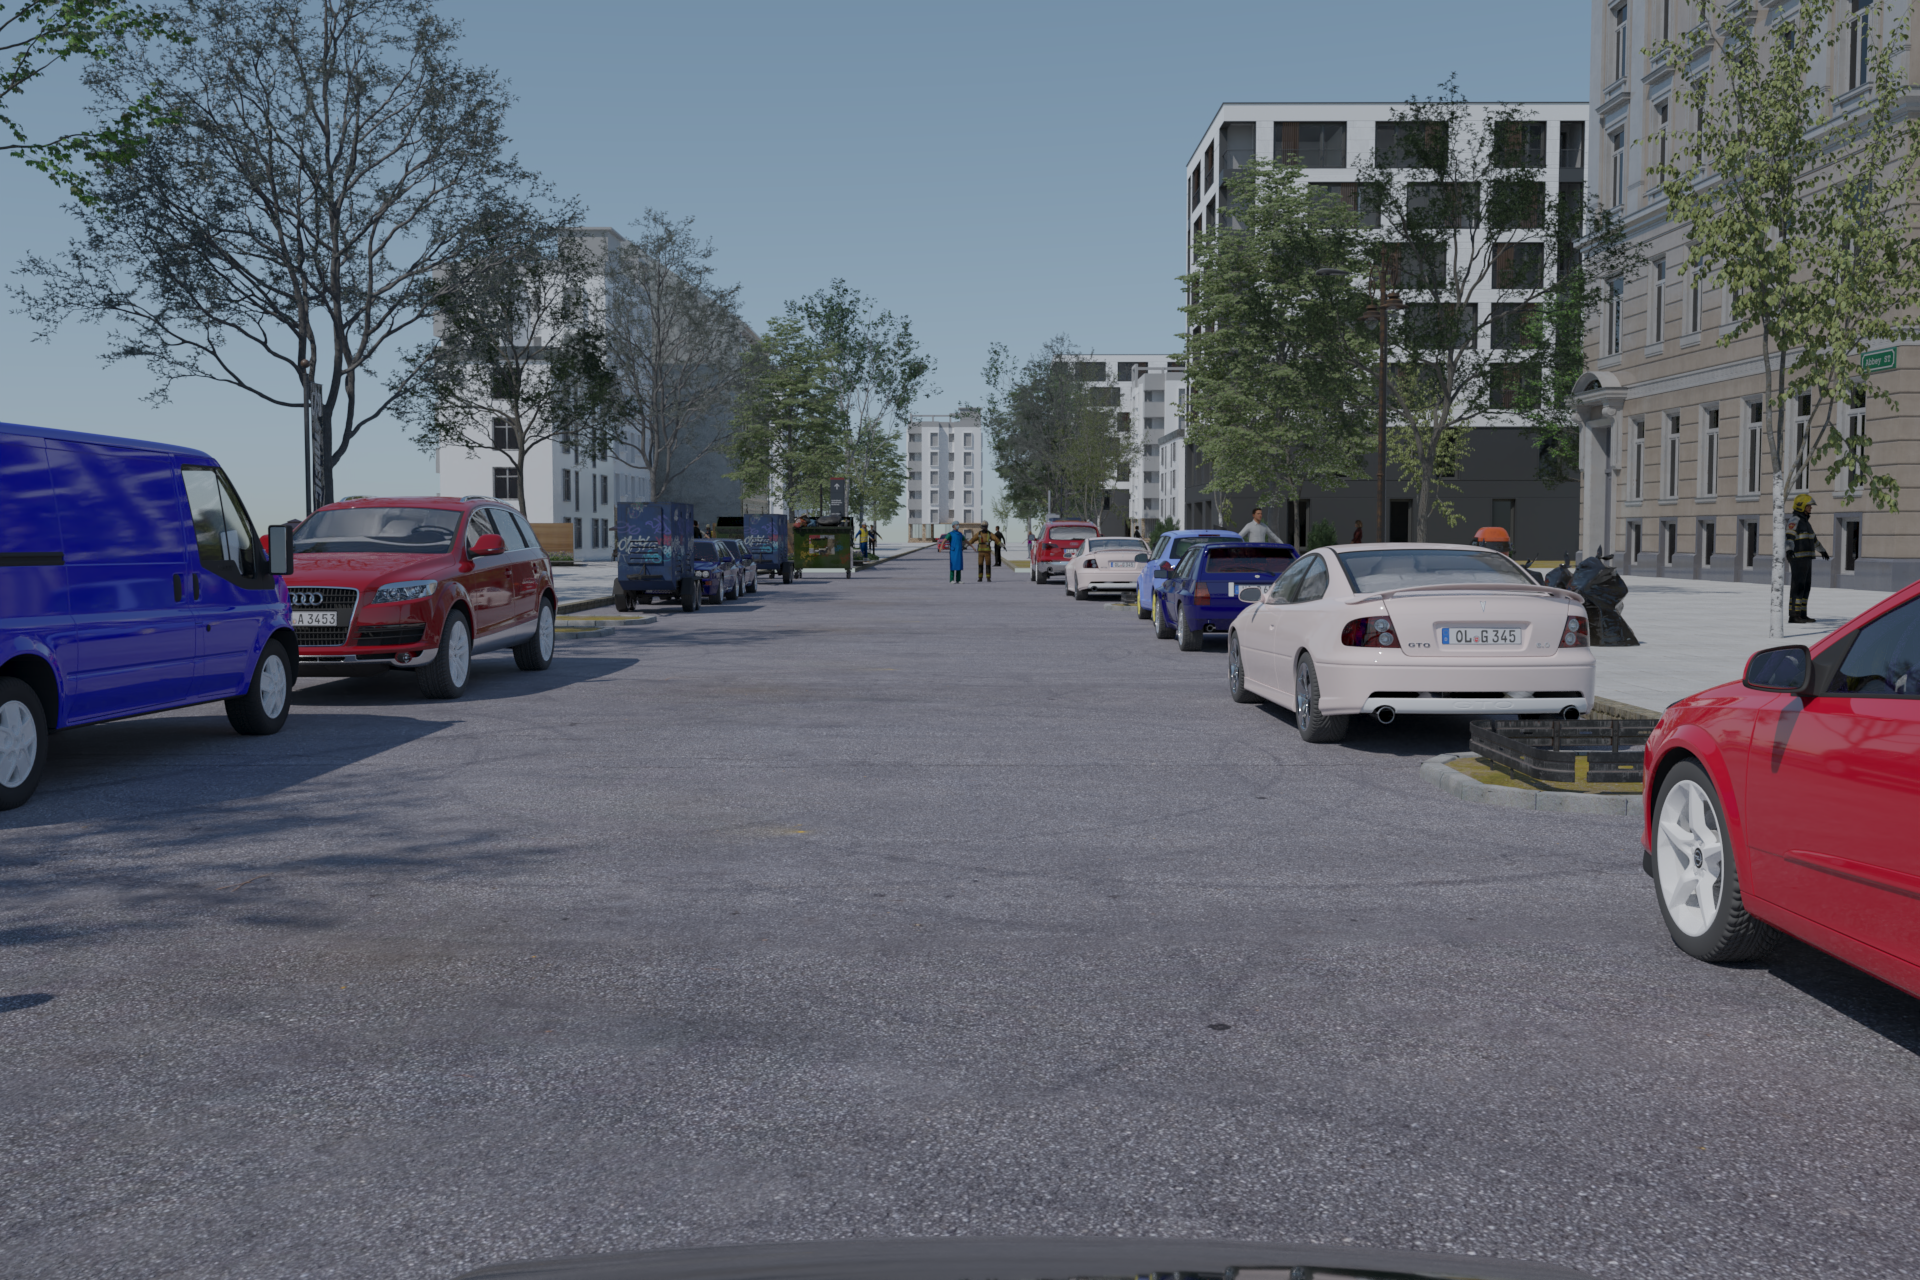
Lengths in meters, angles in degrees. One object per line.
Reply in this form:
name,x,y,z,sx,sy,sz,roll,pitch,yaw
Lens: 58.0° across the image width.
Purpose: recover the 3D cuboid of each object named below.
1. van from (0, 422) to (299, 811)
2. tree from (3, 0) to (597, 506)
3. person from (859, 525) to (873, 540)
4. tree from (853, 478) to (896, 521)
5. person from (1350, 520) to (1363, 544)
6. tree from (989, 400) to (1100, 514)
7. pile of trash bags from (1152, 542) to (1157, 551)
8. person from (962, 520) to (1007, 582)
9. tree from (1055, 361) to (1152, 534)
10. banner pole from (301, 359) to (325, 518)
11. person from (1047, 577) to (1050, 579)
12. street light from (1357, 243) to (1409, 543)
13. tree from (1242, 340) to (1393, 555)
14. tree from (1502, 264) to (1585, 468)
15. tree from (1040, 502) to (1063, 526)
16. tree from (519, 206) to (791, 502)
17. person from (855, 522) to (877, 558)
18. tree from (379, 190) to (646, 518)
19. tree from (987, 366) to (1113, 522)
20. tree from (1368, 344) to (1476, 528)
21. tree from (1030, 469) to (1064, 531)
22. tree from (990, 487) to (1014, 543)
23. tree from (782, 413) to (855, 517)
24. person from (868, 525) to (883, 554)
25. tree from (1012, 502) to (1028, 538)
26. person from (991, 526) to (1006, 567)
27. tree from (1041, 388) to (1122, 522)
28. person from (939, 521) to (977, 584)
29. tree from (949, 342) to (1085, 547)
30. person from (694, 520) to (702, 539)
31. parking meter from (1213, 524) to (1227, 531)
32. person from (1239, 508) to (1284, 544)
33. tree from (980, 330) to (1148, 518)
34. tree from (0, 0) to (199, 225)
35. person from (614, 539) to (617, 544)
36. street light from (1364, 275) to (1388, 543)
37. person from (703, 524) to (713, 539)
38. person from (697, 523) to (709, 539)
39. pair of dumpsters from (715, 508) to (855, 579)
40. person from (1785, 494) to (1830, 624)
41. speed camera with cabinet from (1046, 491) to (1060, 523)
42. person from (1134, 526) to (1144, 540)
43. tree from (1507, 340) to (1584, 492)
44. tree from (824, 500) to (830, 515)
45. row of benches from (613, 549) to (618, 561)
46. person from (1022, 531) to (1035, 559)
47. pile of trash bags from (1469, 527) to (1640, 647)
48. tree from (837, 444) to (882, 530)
van,-5.828,-0.381,10.614,2.240,2.365,5.245,0,4,1
tree,-12.094,-7.502,33.027,12.009,13.543,11.850,0,3,0
person,-5.437,-5.713,99.596,0.705,1.806,1.347,-3,4,-37
tree,-12.880,-20.007,261.531,7.601,10.594,8.767,1,4,9
person,12.664,-2.976,55.462,0.721,1.729,1.215,2,4,24
tree,6.284,-11.381,120.495,7.601,10.594,8.767,2,4,34
pile of trash bags,7.385,-2.964,58.206,1.912,1.369,3.447,0,4,0
person,0.736,-2.673,51.926,1.354,1.858,0.705,0,4,5
tree,5.941,-7.544,73.703,4.360,8.622,3.978,0,3,0
banner pole,-9.367,-2.148,25.131,0.401,3.779,0.863,0,4,1
person,2.674,-2.838,55.321,0.721,1.772,1.216,1,4,22
street light,6.761,-3.367,27.837,0.468,5.910,1.993,0,3,0
tree,14.574,-8.526,73.818,8.767,10.594,7.601,2,4,30
tree,24.470,-8.538,65.352,9.928,11.665,9.643,0,3,0
tree,7.742,-12.621,156.718,4.737,8.622,4.395,0,3,0
tree,-11.303,-9.407,64.179,12.009,13.543,11.850,0,3,0
person,-4.313,-4.419,78.221,1.349,1.833,0.705,-3,5,-44
tree,-12.354,-6.933,47.761,7.601,10.594,8.767,-1,4,-21
tree,7.019,-13.706,130.749,9.857,13.997,8.962,0,3,0
tree,17.436,-7.020,65.141,4.737,8.622,4.395,0,3,0
tree,7.295,-11.588,139.830,4.737,8.622,4.395,0,3,0
tree,6.598,-18.708,256.236,4.737,8.622,4.395,0,3,0
tree,-8.449,-9.166,100.221,4.737,8.622,4.395,0,3,0
person,-5.173,-5.839,101.401,1.347,1.837,0.705,1,4,8
tree,9.988,-19.043,261.715,4.737,8.622,4.395,0,3,0
person,1.637,-4.133,76.249,0.704,1.802,1.346,3,4,39
tree,6.501,-8.360,87.043,4.360,8.622,3.978,0,3,0
person,-0.100,-2.526,49.888,1.347,1.817,0.704,-3,4,-39
tree,5.751,-19.288,171.246,12.611,20.169,13.585,0,3,0
person,-10.007,-3.611,65.218,0.705,1.806,1.347,1,4,20
parking meter,6.841,-2.272,45.561,0.372,1.533,0.369,0,3,0
person,6.045,-1.774,35.166,1.344,1.810,0.704,-1,4,-21
tree,6.405,-11.939,105.571,12.009,13.543,11.850,0,3,0
tree,-11.627,-5.588,17.125,9.928,11.665,9.643,0,3,0
person,-12.350,-3.617,65.279,1.346,1.812,0.704,-1,4,-9
street light,7.997,-3.541,30.433,1.470,5.913,1.316,0,3,0
person,-14.994,-5.949,103.047,0.705,1.856,1.354,1,4,12
person,-11.759,-4.377,77.428,1.347,1.847,0.705,-1,4,-13
pair of dumpsters,-5.589,-3.085,55.385,4.436,2.255,1.574,0,4,0
person,12.132,-1.171,24.919,1.351,1.858,0.704,-3,5,-43
speed camera with cabinet,4.239,-5.117,78.005,0.660,3.252,2.038,0,4,1
person,9.745,-5.365,94.437,0.721,1.740,1.216,-1,4,-16
tree,28.953,-8.708,76.791,8.767,10.594,7.601,-1,4,-21
tree,-21.010,-19.708,256.630,7.601,10.594,8.767,0,4,1
row of benches,-15.610,-4.186,83.901,1.422,0.672,4.104,1,4,18
person,3.603,-4.949,90.188,0.599,1.433,0.991,3,5,44
pile of trash bags,6.856,-0.696,21.132,1.912,1.369,3.447,0,4,1
tree,-8.661,-11.564,139.434,4.737,8.622,4.395,0,3,0
